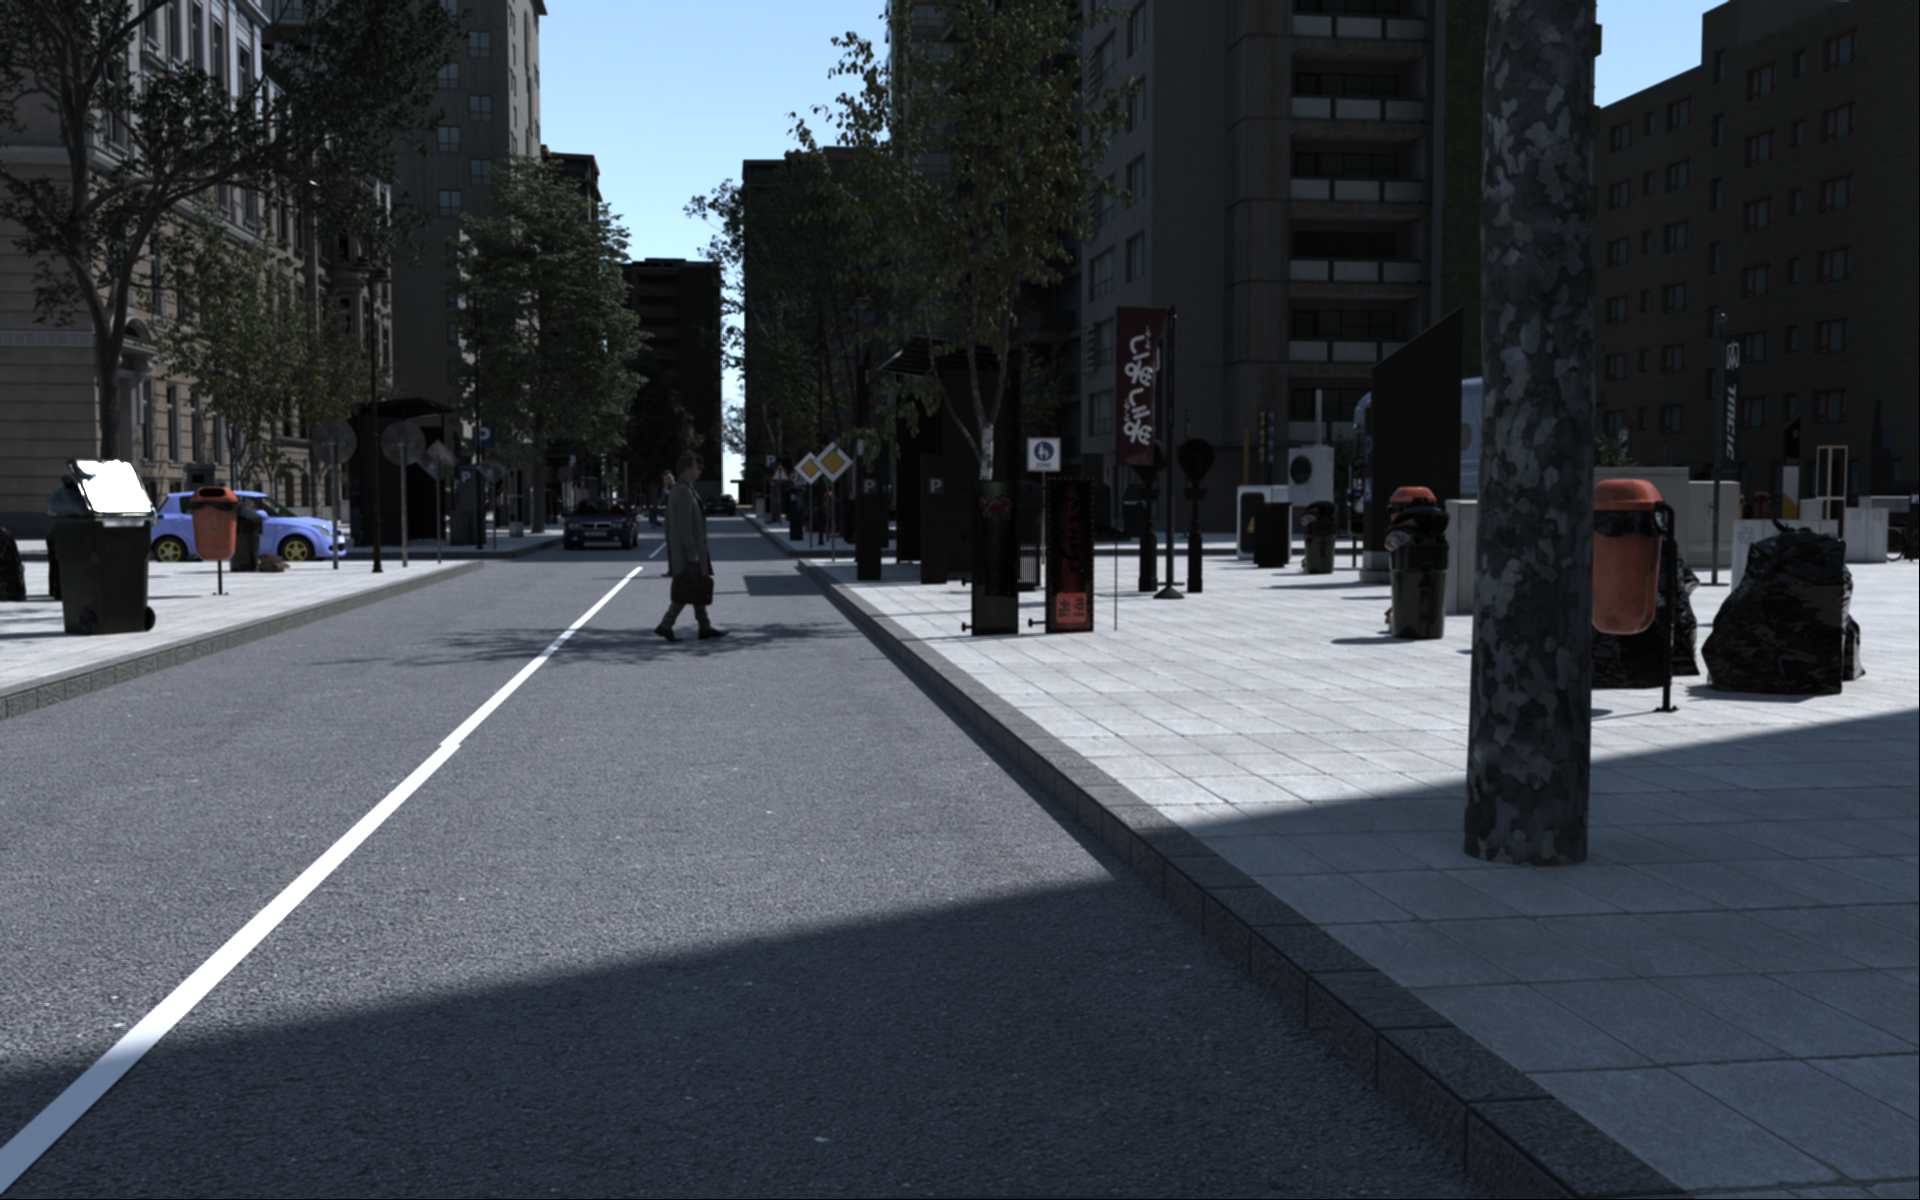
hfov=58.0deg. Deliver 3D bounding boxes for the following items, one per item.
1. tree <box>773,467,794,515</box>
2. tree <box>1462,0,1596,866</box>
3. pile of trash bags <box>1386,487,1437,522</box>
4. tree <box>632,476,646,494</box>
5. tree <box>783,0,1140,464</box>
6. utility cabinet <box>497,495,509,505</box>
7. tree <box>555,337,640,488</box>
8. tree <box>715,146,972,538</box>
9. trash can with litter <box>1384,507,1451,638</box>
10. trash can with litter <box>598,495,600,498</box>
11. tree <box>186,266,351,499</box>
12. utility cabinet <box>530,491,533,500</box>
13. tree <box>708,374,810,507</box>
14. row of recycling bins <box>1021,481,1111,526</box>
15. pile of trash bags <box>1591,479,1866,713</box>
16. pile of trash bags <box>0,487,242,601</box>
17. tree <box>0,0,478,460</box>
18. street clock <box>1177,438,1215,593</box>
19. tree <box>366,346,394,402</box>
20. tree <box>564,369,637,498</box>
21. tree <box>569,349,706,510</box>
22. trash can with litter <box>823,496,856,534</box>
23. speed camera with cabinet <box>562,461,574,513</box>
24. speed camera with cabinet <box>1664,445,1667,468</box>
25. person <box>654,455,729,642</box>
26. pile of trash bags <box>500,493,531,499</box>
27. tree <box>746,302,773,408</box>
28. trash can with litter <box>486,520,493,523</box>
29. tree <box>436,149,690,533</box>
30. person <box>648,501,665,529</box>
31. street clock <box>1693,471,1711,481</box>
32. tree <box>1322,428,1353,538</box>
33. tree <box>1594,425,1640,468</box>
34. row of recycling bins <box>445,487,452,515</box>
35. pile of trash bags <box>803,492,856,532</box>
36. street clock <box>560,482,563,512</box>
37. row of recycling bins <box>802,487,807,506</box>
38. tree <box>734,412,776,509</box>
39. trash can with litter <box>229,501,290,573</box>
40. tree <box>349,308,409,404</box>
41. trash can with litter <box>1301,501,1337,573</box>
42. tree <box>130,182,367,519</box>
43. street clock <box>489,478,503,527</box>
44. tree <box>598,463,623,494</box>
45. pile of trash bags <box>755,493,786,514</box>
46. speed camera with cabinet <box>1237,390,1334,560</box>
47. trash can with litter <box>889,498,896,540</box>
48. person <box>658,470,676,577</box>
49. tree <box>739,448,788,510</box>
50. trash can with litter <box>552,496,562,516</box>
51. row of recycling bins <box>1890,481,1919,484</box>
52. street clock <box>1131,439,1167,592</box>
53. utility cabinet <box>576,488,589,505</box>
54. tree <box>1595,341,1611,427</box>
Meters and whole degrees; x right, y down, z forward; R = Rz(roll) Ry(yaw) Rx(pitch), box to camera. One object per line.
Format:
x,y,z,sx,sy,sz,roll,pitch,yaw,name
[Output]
-11.336,-6.939,108.050,1.663,3.219,1.824,0,3,0,tree
2.673,-9.235,6.885,12.611,20.169,13.585,0,3,0,tree
7.065,-0.751,22.038,3.447,1.369,1.912,-1,4,-12,pile of trash bags
-28.571,-9.905,156.541,1.663,3.219,1.824,0,3,0,tree
0.199,-4.200,19.040,4.737,8.622,4.395,0,3,0,tree
-24.970,-5.116,94.812,1.020,1.237,0.306,1,4,13,utility cabinet
-17.506,-8.052,82.018,4.360,8.622,3.978,0,3,0,tree
-3.339,-7.668,51.129,9.928,11.665,9.643,0,3,0,tree
4.054,-0.263,15.690,0.624,1.170,1.055,0,4,1,trash can with litter
-21.042,-5.355,98.604,2.233,1.210,1.678,-1,4,-12,trash can with litter
-22.019,-6.377,54.626,4.360,8.622,3.978,0,3,0,tree
-27.912,-6.314,111.907,1.173,1.500,0.318,-1,4,-19,utility cabinet
-19.761,-15.773,168.263,12.009,13.543,11.850,0,3,0,tree
3.340,-2.975,55.752,3.534,1.692,1.069,-2,4,-35,row of recycling bins
4.828,-0.107,11.495,1.912,1.369,3.447,3,4,36,pile of trash bags
-10.749,-0.719,21.504,3.447,1.369,1.912,-1,4,-14,pile of trash bags
-8.721,-5.119,18.115,8.767,10.594,7.601,1,4,18,tree
3.067,-1.101,22.564,0.471,2.002,0.358,0,4,5,street clock
-22.605,-6.794,61.438,4.737,8.622,4.395,0,3,0,tree
-19.765,-8.925,96.280,4.737,8.622,4.395,0,3,0,tree
-25.496,-13.449,136.903,9.611,12.733,9.660,0,3,0,tree
-3.577,-2.773,56.389,2.233,1.210,1.678,-2,4,-34,trash can with litter
-23.350,-6.652,103.091,0.660,3.252,2.038,-1,4,-10,speed camera with cabinet
28.209,-4.676,70.784,0.660,3.252,2.038,-1,4,-12,speed camera with cabinet
-2.623,-0.509,16.923,0.767,1.812,0.694,-1,4,-16,person
-26.764,-5.736,103.540,1.912,1.369,3.447,-3,4,-38,pile of trash bags
-5.741,-6.863,62.573,4.737,8.622,4.395,0,3,0,tree
-21.547,-4.078,77.732,1.678,1.210,2.233,-1,4,-14,trash can with litter
-13.774,-8.535,57.668,7.486,12.596,7.792,0,3,0,tree
-12.692,-3.550,72.043,1.012,1.151,0.738,2,4,35,person
23.461,-3.073,54.809,0.471,2.002,0.358,0,4,0,street clock
10.963,-3.423,50.571,1.663,3.219,1.824,0,3,0,tree
17.872,-3.304,48.614,1.663,3.219,1.824,0,3,0,tree
-31.342,-6.040,105.863,1.069,1.692,3.534,-1,4,-12,row of recycling bins
-4.460,-3.043,59.503,1.912,1.369,3.447,0,4,-7,pile of trash bags
-24.198,-6.170,105.455,0.358,2.002,0.471,-1,4,-12,street clock
-9.519,-5.919,103.887,1.069,1.692,3.534,0,4,6,row of recycling bins
-17.996,-12.318,151.765,4.360,8.622,3.978,0,3,0,tree
-11.582,-1.052,28.584,1.055,1.170,0.624,1,4,13,trash can with litter
-23.100,-7.104,66.520,4.360,8.622,3.978,0,3,0,tree
5.754,-1.027,28.180,0.624,1.170,1.055,0,4,-1,trash can with litter
-16.965,-5.507,40.400,4.737,8.622,4.395,0,3,0,tree
-17.855,-3.799,66.689,0.358,2.002,0.471,3,5,45,street clock
-21.669,-6.819,106.091,1.663,3.219,1.824,0,3,0,tree
-12.341,-6.216,111.380,1.912,1.369,3.447,1,4,16,pile of trash bags
6.235,-2.384,33.313,0.660,3.252,2.038,-2,4,-35,speed camera with cabinet
-2.134,-2.303,49.036,1.055,1.170,0.624,3,4,38,trash can with litter
-4.910,-1.324,29.946,0.655,1.846,0.447,1,4,11,person
-13.970,-8.629,124.796,4.285,4.588,4.351,0,3,0,tree
-23.726,-5.466,100.752,1.055,1.170,0.624,-2,4,-24,trash can with litter
29.125,-2.769,52.389,1.069,1.692,3.534,0,4,-1,row of recycling bins
2.474,-1.110,22.719,0.471,2.002,0.358,2,4,33,street clock
-14.768,-3.614,67.761,0.318,1.500,1.173,-1,4,-22,utility cabinet
22.700,-7.116,66.714,4.360,8.622,3.978,0,3,0,tree
